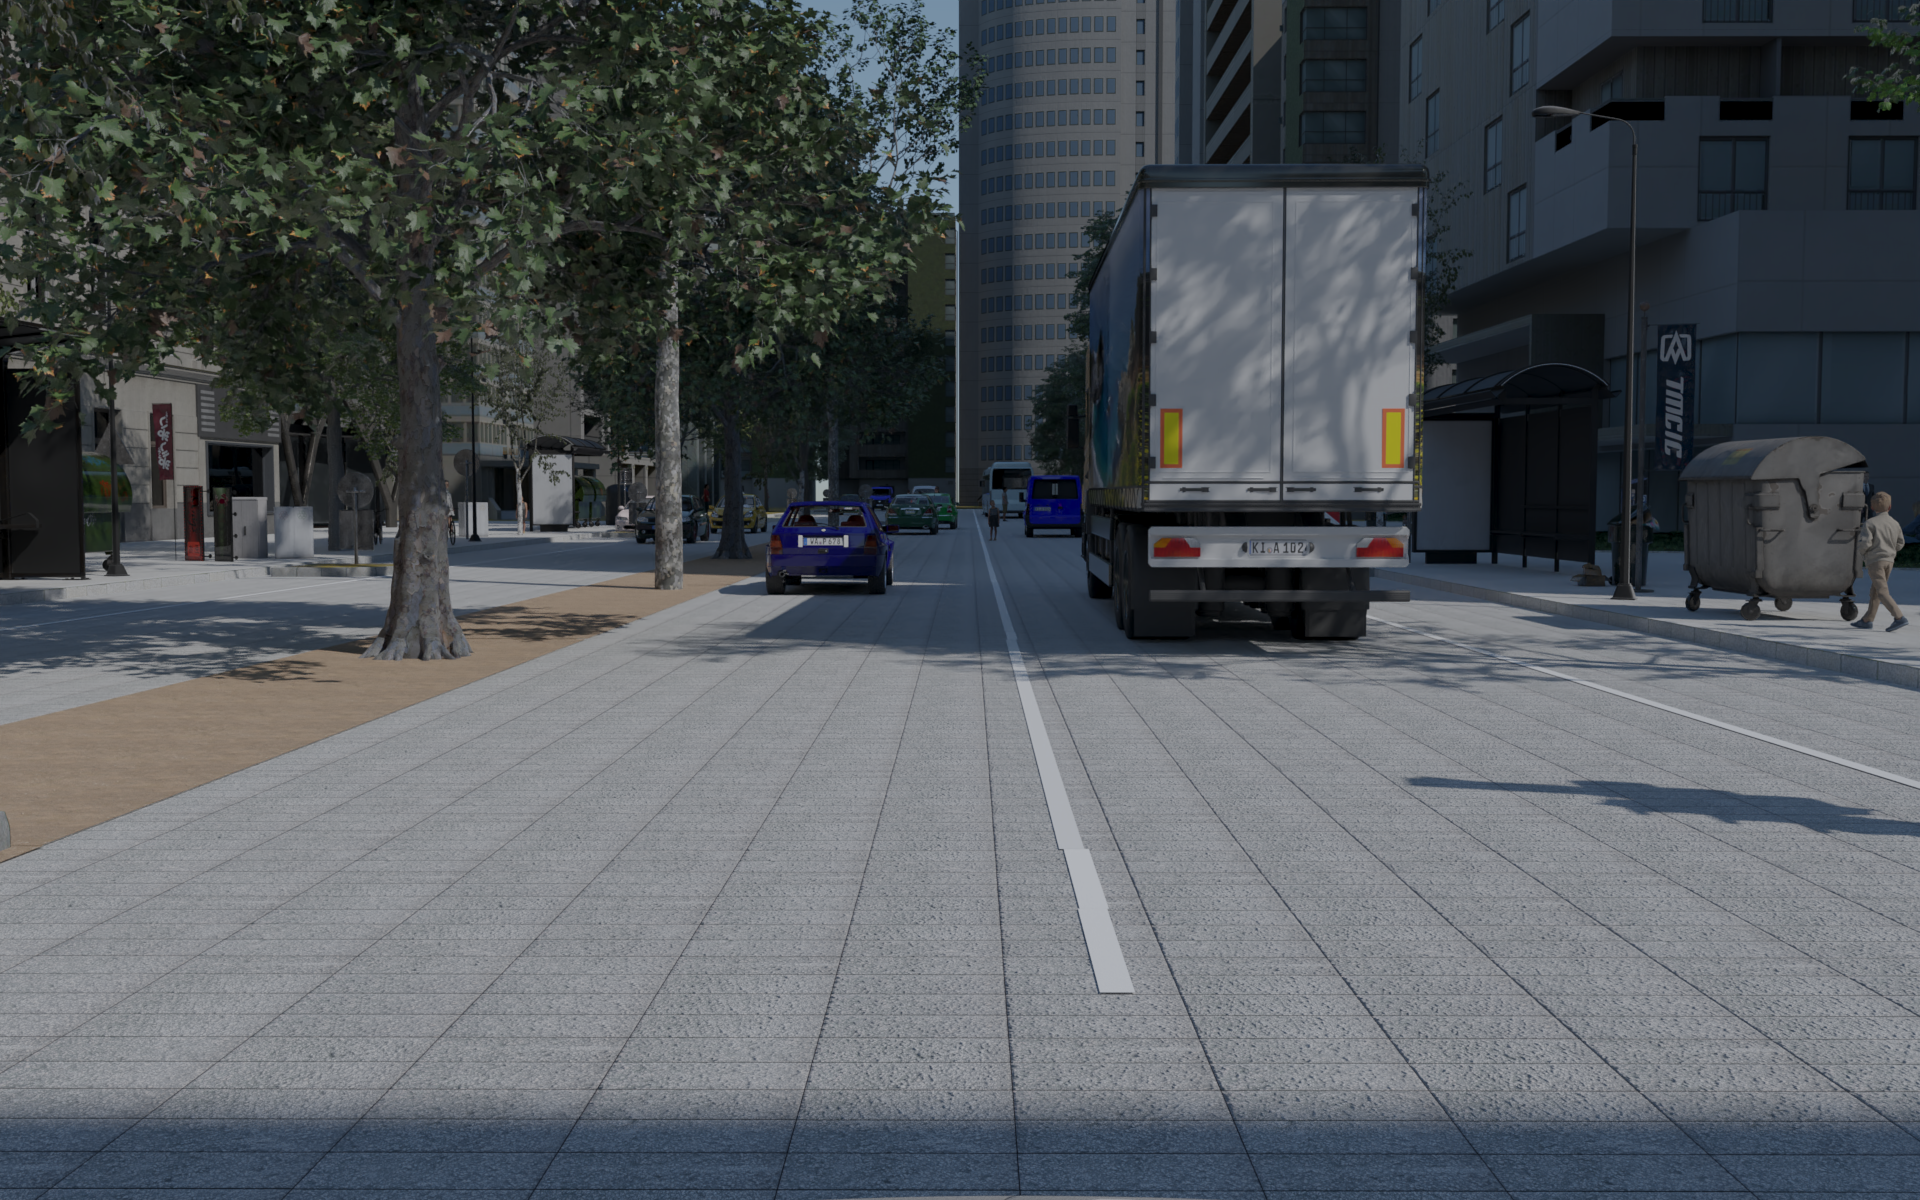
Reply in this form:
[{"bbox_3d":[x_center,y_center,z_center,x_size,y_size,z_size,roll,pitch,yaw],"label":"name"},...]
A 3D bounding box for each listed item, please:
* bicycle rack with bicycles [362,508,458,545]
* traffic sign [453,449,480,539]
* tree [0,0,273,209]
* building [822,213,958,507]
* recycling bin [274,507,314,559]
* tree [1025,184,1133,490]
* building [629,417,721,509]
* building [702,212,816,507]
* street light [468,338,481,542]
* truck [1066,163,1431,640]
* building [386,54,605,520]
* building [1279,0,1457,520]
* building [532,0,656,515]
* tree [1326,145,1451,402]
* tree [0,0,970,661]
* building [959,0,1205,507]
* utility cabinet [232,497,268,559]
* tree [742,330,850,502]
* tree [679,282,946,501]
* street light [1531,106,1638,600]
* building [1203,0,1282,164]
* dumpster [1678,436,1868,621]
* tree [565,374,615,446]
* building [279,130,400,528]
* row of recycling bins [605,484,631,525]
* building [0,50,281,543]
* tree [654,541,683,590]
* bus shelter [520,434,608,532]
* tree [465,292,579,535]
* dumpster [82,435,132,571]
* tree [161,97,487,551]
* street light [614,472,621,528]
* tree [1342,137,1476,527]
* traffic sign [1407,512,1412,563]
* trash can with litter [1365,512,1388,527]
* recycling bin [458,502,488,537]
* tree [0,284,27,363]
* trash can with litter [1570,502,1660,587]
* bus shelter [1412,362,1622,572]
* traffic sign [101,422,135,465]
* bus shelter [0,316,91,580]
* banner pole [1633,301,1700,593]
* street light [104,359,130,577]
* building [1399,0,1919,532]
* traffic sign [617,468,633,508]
[{"bbox_3d":[-14.032,-1.863,43.837,2.852,0.926,2.925,-1,4,-20],"label":"bicycle rack with bicycles"},{"bbox_3d":[-13.948,-2.988,48.957,0.768,2.556,0.104,0,4,6],"label":"traffic sign"},{"bbox_3d":[-4.798,-3.339,7.407,4.360,8.622,3.978,0,3,0],"label":"tree"},{"bbox_3d":[-7.246,-24.959,179.782,14.107,30.474,14.160,0,4,0],"label":"building"},{"bbox_3d":[-13.321,-1.351,34.638,0.722,1.027,0.722,-1,4,-21],"label":"recycling bin"},{"bbox_3d":[8.442,-10.003,70.211,9.857,13.997,8.962,0,3,0],"label":"tree"},{"bbox_3d":[-36.400,-50.433,137.251,31.000,86.520,22.319,0,4,0],"label":"building"},{"bbox_3d":[-22.449,-30.314,179.229,14.086,41.232,14.154,0,4,0],"label":"building"},{"bbox_3d":[-12.591,-4.536,46.703,1.470,5.913,1.316,0,4,0],"label":"street light"},{"bbox_3d":[2.856,-1.922,20.341,2.839,4.237,11.283,0,4,1],"label":"truck"},{"bbox_3d":[-36.904,-24.554,93.338,32.217,40.220,23.993,0,4,0],"label":"building"},{"bbox_3d":[23.965,-19.619,92.475,14.160,30.474,14.107,0,4,0],"label":"building"},{"bbox_3d":[-31.331,-41.415,115.386,20.563,71.187,20.611,0,4,0],"label":"building"},{"bbox_3d":[9.586,-6.849,46.396,7.601,10.594,8.767,1,4,21],"label":"tree"},{"bbox_3d":[-4.741,-5.844,15.020,9.611,12.733,9.660,0,3,0],"label":"tree"},{"bbox_3d":[13.930,-39.150,182.108,28.212,58.520,21.231,0,4,0],"label":"building"},{"bbox_3d":[-14.388,-1.440,34.704,1.020,1.237,0.306,1,4,19],"label":"utility cabinet"},{"bbox_3d":[-4.196,-5.671,45.548,4.360,8.622,3.978,0,3,0],"label":"tree"},{"bbox_3d":[-4.567,-7.066,52.399,8.767,10.594,7.601,0,4,0],"label":"tree"},{"bbox_3d":[7.544,-2.959,20.916,1.470,5.913,1.316,0,4,0],"label":"street light"},{"bbox_3d":[27.506,-29.726,109.726,21.300,48.544,21.600,0,4,0],"label":"building"},{"bbox_3d":[8.513,-0.759,18.168,1.264,1.857,1.865,0,3,0],"label":"dumpster"},{"bbox_3d":[-12.905,-8.590,74.867,8.767,10.594,7.601,-3,4,-37],"label":"tree"},{"bbox_3d":[-29.720,-12.198,66.886,16.820,18.784,16.811,0,4,0],"label":"building"},{"bbox_3d":[-14.228,-4.020,72.837,1.069,1.692,3.534,0,4,1],"label":"row of recycling bins"},{"bbox_3d":[-29.983,-15.885,36.133,17.030,29.872,44.131,0,4,0],"label":"building"},{"bbox_3d":[-5.569,-10.265,26.184,12.611,20.169,13.585,0,3,0],"label":"tree"},{"bbox_3d":[-13.889,-4.125,61.367,2.014,3.302,5.546,0,3,0],"label":"bus shelter"},{"bbox_3d":[-13.608,-6.294,53.264,4.360,8.622,3.978,0,3,0],"label":"tree"},{"bbox_3d":[-14.493,-1.549,27.826,1.502,2.255,1.985,0,3,0],"label":"dumpster"},{"bbox_3d":[-14.483,-7.374,38.685,7.486,12.596,7.792,0,3,0],"label":"tree"},{"bbox_3d":[-12.531,-5.732,66.265,1.470,5.913,1.316,0,4,0],"label":"street light"},{"bbox_3d":[8.547,-5.230,35.875,4.360,8.622,3.978,0,3,0],"label":"tree"},{"bbox_3d":[8.353,-1.961,32.170,0.768,2.556,0.104,0,4,2],"label":"traffic sign"},{"bbox_3d":[10.192,-1.962,43.458,1.055,1.170,0.624,1,4,18],"label":"trash can with litter"},{"bbox_3d":[-14.712,-2.434,52.346,0.722,1.027,0.722,-2,4,-31],"label":"recycling bin"},{"bbox_3d":[-18.519,-4.921,30.828,4.737,8.622,4.395,0,3,0],"label":"tree"},{"bbox_3d":[9.096,-0.775,24.060,1.055,1.170,0.624,0,4,-3],"label":"trash can with litter"},{"bbox_3d":[9.105,-2.163,29.281,2.014,3.302,5.546,0,3,0],"label":"bus shelter"},{"bbox_3d":[-15.276,-1.908,31.193,0.884,2.594,0.081,1,4,9],"label":"traffic sign"},{"bbox_3d":[-13.550,-1.923,22.726,1.731,3.624,6.357,0,4,0],"label":"bus shelter"},{"bbox_3d":[9.107,-1.988,22.513,0.863,3.779,0.401,1,4,21],"label":"banner pole"},{"bbox_3d":[-12.645,-3.325,26.902,1.470,5.913,1.316,0,4,0],"label":"street light"},{"bbox_3d":[31.377,-28.643,57.550,28.713,52.752,27.495,0,4,0],"label":"building"},{"bbox_3d":[-13.063,-4.000,67.524,0.606,2.300,0.079,0,4,5],"label":"traffic sign"}]
